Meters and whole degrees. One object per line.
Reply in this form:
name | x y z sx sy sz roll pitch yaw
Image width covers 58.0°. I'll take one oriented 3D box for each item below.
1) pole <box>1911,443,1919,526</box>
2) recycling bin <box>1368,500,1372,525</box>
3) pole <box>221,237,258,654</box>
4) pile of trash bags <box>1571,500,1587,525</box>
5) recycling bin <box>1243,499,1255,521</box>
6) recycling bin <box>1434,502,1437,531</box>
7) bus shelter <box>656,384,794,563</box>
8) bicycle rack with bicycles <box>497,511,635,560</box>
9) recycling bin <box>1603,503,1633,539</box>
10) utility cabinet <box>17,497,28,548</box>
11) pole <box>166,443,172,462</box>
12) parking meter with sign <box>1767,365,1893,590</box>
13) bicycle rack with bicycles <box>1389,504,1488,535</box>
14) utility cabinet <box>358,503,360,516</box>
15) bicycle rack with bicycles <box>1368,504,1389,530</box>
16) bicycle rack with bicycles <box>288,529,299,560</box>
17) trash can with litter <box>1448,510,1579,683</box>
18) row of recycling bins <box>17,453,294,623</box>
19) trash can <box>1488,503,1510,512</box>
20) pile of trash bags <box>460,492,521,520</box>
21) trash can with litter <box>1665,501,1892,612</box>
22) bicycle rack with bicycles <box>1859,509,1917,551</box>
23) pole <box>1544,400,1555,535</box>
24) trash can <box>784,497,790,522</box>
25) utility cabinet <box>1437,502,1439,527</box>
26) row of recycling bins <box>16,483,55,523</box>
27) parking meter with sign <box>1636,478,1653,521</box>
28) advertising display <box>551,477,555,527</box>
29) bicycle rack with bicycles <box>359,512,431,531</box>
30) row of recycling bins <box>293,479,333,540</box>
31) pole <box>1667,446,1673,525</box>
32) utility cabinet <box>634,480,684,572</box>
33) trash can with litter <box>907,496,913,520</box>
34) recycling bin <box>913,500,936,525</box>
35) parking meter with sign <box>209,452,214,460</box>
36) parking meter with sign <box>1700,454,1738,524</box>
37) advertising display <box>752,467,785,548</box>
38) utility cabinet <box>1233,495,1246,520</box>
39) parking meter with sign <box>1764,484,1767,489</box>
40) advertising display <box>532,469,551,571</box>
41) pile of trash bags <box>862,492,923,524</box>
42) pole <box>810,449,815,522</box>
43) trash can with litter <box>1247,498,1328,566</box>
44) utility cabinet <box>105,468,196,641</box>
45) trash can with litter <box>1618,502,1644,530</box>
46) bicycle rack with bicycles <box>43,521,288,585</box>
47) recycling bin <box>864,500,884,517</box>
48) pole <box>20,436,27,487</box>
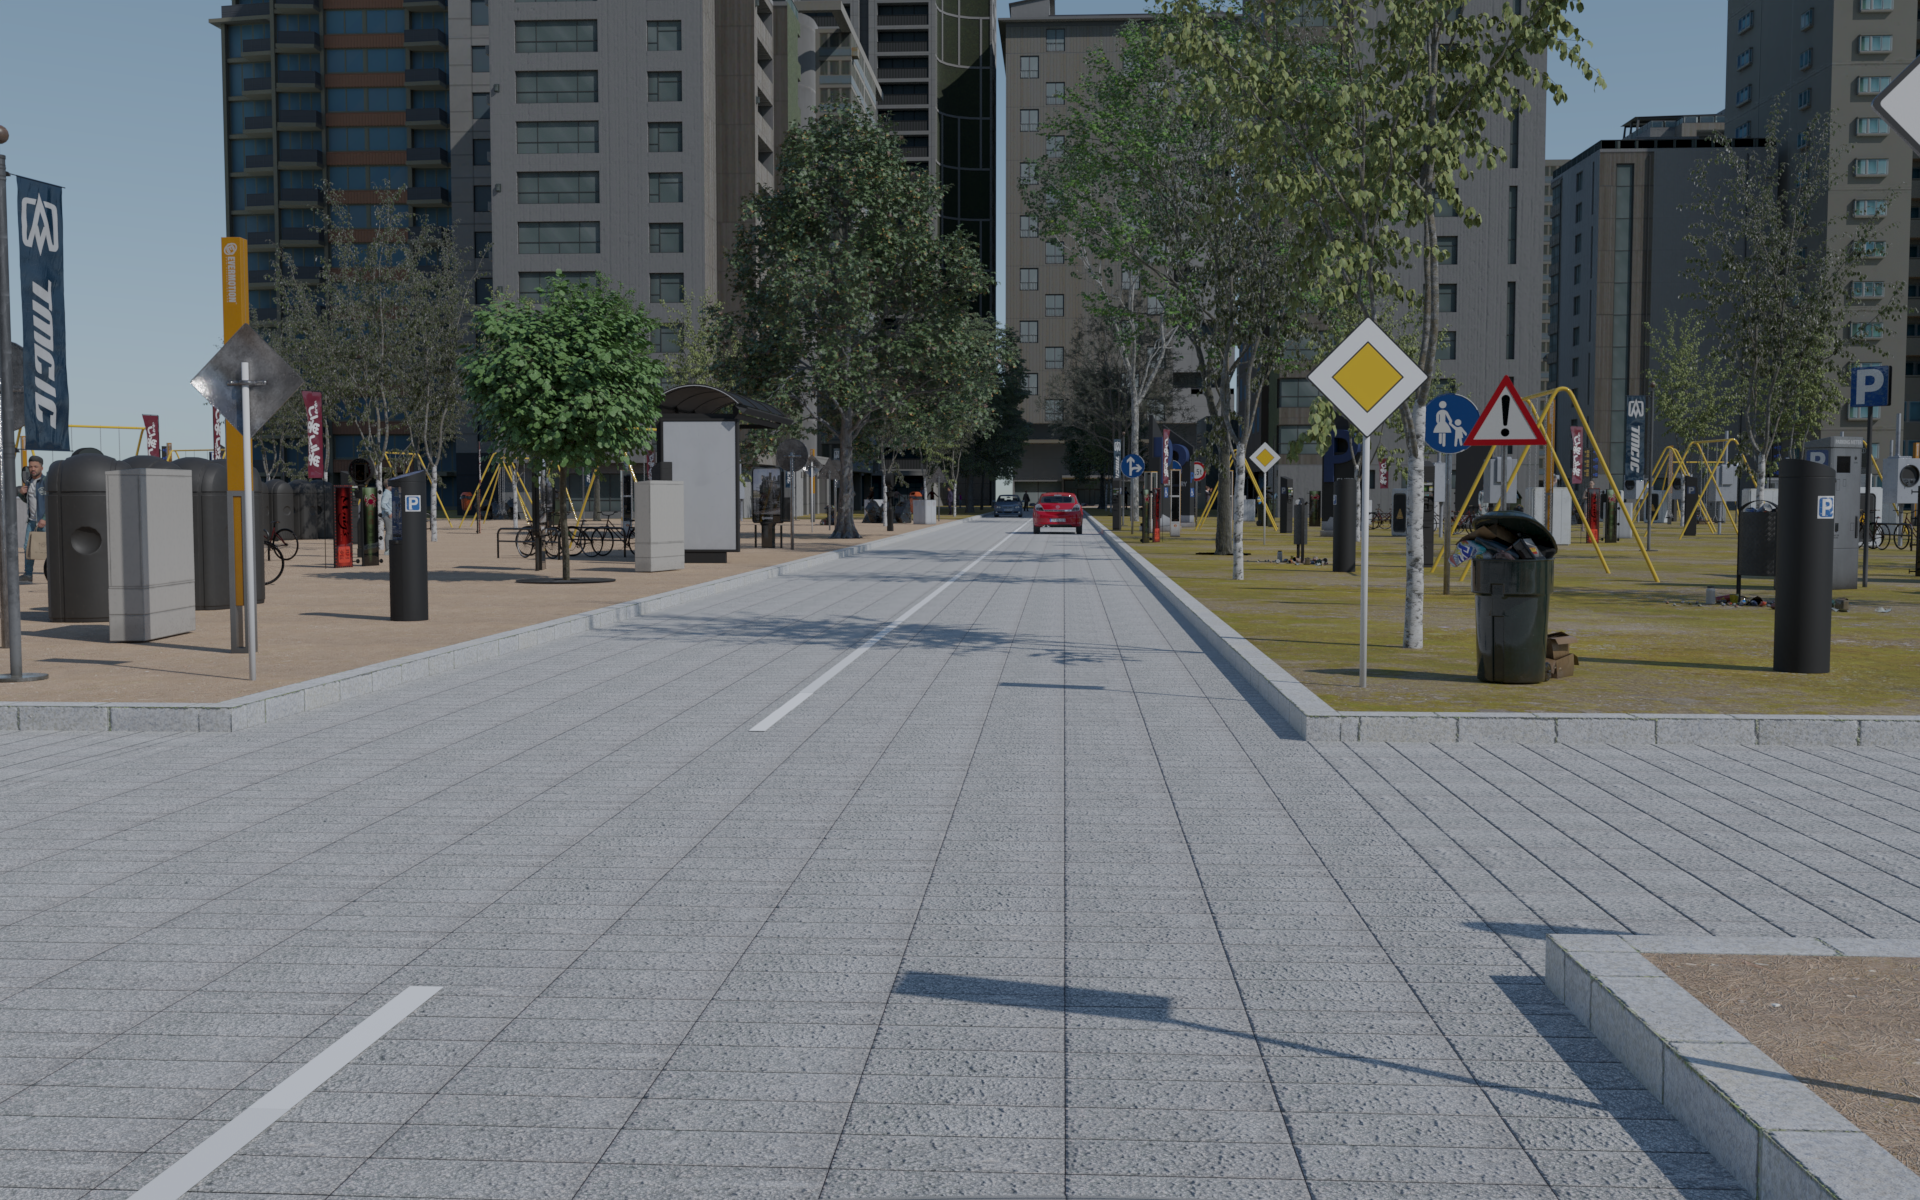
pole | 37.991 -4.590 68.896 0.158 3.312 0.155 0 3 0
recycling bin | 16.815 -3.684 72.781 0.722 1.027 0.722 -3 5 -44
pole | -5.782 -1.226 13.896 0.158 3.312 0.155 0 3 0
pile of trash bags | 26.001 -3.940 74.172 1.912 1.369 3.447 0 4 3
recycling bin | 13.531 -4.222 81.587 0.722 1.027 0.722 1 4 10
recycling bin | 16.171 -2.926 60.391 0.722 1.027 0.722 0 4 -4
bus shelter | -4.719 -2.485 34.552 2.014 3.302 5.546 0 4 3
bicycle rack with bicycles | -8.064 -1.323 35.020 2.925 0.926 2.852 3 4 36
recycling bin | 19.121 -2.313 50.365 0.722 1.027 0.722 1 4 14
utility cabinet | -22.231 -1.856 41.515 1.020 1.237 0.306 0 4 -4
pole | -31.398 -4.588 68.849 0.158 3.312 0.155 0 3 0
parking meter with sign | 11.729 -1.656 23.341 1.738 3.016 0.543 -2 4 -29
bicycle rack with bicycles | 15.721 -2.525 54.674 2.925 0.926 2.852 -1 4 -21
utility cabinet | -23.955 -3.585 69.773 1.020 1.237 0.306 3 5 44
bicycle rack with bicycles | 15.885 -3.047 63.205 2.925 0.926 2.852 0 4 -2
bicycle rack with bicycles | -14.496 -1.194 32.905 2.925 0.926 2.852 2 4 25
trash can with litter | 3.882 -0.039 12.027 0.624 1.170 1.055 3 5 39
row of recycling bins | -8.649 -0.722 18.923 1.069 1.692 3.534 0 4 4
trash can | 15.820 -2.397 50.837 0.748 1.137 0.748 0 3 0
pile of trash bags | -23.789 -4.740 87.243 3.447 1.369 1.912 2 4 27
trash can with litter | 9.309 -0.519 19.550 1.678 1.210 2.233 -2 4 -31
bicycle rack with bicycles | 20.732 -1.633 40.074 2.852 0.926 2.925 0 4 3
pole | 12.764 -2.671 37.508 0.158 3.312 0.155 0 3 0
trash can | -7.974 -4.151 79.516 0.748 1.137 0.748 0 3 0
utility cabinet | 18.262 -3.391 66.598 0.306 1.237 1.020 3 4 37
row of recycling bins | -46.513 -4.786 85.369 3.534 1.692 1.069 1 4 21
parking meter with sign | 32.658 -5.276 82.516 0.543 3.016 1.738 0 4 -4
advertising display | -15.637 -3.701 65.719 0.123 1.923 0.974 -3 5 -40
bicycle rack with bicycles | -19.941 -2.928 61.257 2.925 0.926 2.852 -1 4 -23
row of recycling bins | -18.785 -2.526 48.415 1.069 1.692 3.534 1 4 19
pole | 29.899 -4.836 72.908 0.158 3.312 0.155 0 3 0
utility cabinet | -4.991 -1.227 28.735 0.318 1.500 1.173 1 4 18
trash can with litter | -2.715 -4.479 84.292 2.233 1.210 1.678 -1 4 -15
recycling bin | -1.494 -3.709 73.193 0.722 1.027 0.722 3 4 37
parking meter with sign | -29.946 -4.597 71.427 1.738 3.016 0.543 0 4 -3
parking meter with sign | 33.113 -4.862 75.750 1.738 3.016 0.543 3 5 41
advertising display | -4.557 -2.197 41.128 0.974 1.923 0.123 3 4 38
utility cabinet | 13.708 -4.561 85.727 0.306 1.237 1.020 -2 4 -32
parking meter with sign | 37.978 -5.192 81.153 1.738 3.016 0.543 0 4 -1
advertising display | -7.091 -1.469 29.224 0.123 1.923 0.974 0 4 -6
pile of trash bags | -2.763 -4.033 75.690 1.912 1.369 3.447 -3 4 -39
pole | -6.687 -5.183 78.590 0.158 3.312 0.155 0 3 0
trash can with litter | 6.246 -1.280 31.985 1.678 1.210 2.233 0 4 2
utility cabinet | -7.196 -0.411 15.403 0.318 1.500 1.173 0 4 -4
trash can with litter | 24.117 -3.191 63.229 1.678 1.210 2.233 1 4 23
bicycle rack with bicycles | -10.922 -0.648 23.982 2.925 0.926 2.852 -1 4 -21
recycling bin | -3.839 -4.023 78.329 0.722 1.027 0.722 -3 5 -40
pole | -32.745 -4.085 60.639 0.158 3.312 0.155 0 3 0
